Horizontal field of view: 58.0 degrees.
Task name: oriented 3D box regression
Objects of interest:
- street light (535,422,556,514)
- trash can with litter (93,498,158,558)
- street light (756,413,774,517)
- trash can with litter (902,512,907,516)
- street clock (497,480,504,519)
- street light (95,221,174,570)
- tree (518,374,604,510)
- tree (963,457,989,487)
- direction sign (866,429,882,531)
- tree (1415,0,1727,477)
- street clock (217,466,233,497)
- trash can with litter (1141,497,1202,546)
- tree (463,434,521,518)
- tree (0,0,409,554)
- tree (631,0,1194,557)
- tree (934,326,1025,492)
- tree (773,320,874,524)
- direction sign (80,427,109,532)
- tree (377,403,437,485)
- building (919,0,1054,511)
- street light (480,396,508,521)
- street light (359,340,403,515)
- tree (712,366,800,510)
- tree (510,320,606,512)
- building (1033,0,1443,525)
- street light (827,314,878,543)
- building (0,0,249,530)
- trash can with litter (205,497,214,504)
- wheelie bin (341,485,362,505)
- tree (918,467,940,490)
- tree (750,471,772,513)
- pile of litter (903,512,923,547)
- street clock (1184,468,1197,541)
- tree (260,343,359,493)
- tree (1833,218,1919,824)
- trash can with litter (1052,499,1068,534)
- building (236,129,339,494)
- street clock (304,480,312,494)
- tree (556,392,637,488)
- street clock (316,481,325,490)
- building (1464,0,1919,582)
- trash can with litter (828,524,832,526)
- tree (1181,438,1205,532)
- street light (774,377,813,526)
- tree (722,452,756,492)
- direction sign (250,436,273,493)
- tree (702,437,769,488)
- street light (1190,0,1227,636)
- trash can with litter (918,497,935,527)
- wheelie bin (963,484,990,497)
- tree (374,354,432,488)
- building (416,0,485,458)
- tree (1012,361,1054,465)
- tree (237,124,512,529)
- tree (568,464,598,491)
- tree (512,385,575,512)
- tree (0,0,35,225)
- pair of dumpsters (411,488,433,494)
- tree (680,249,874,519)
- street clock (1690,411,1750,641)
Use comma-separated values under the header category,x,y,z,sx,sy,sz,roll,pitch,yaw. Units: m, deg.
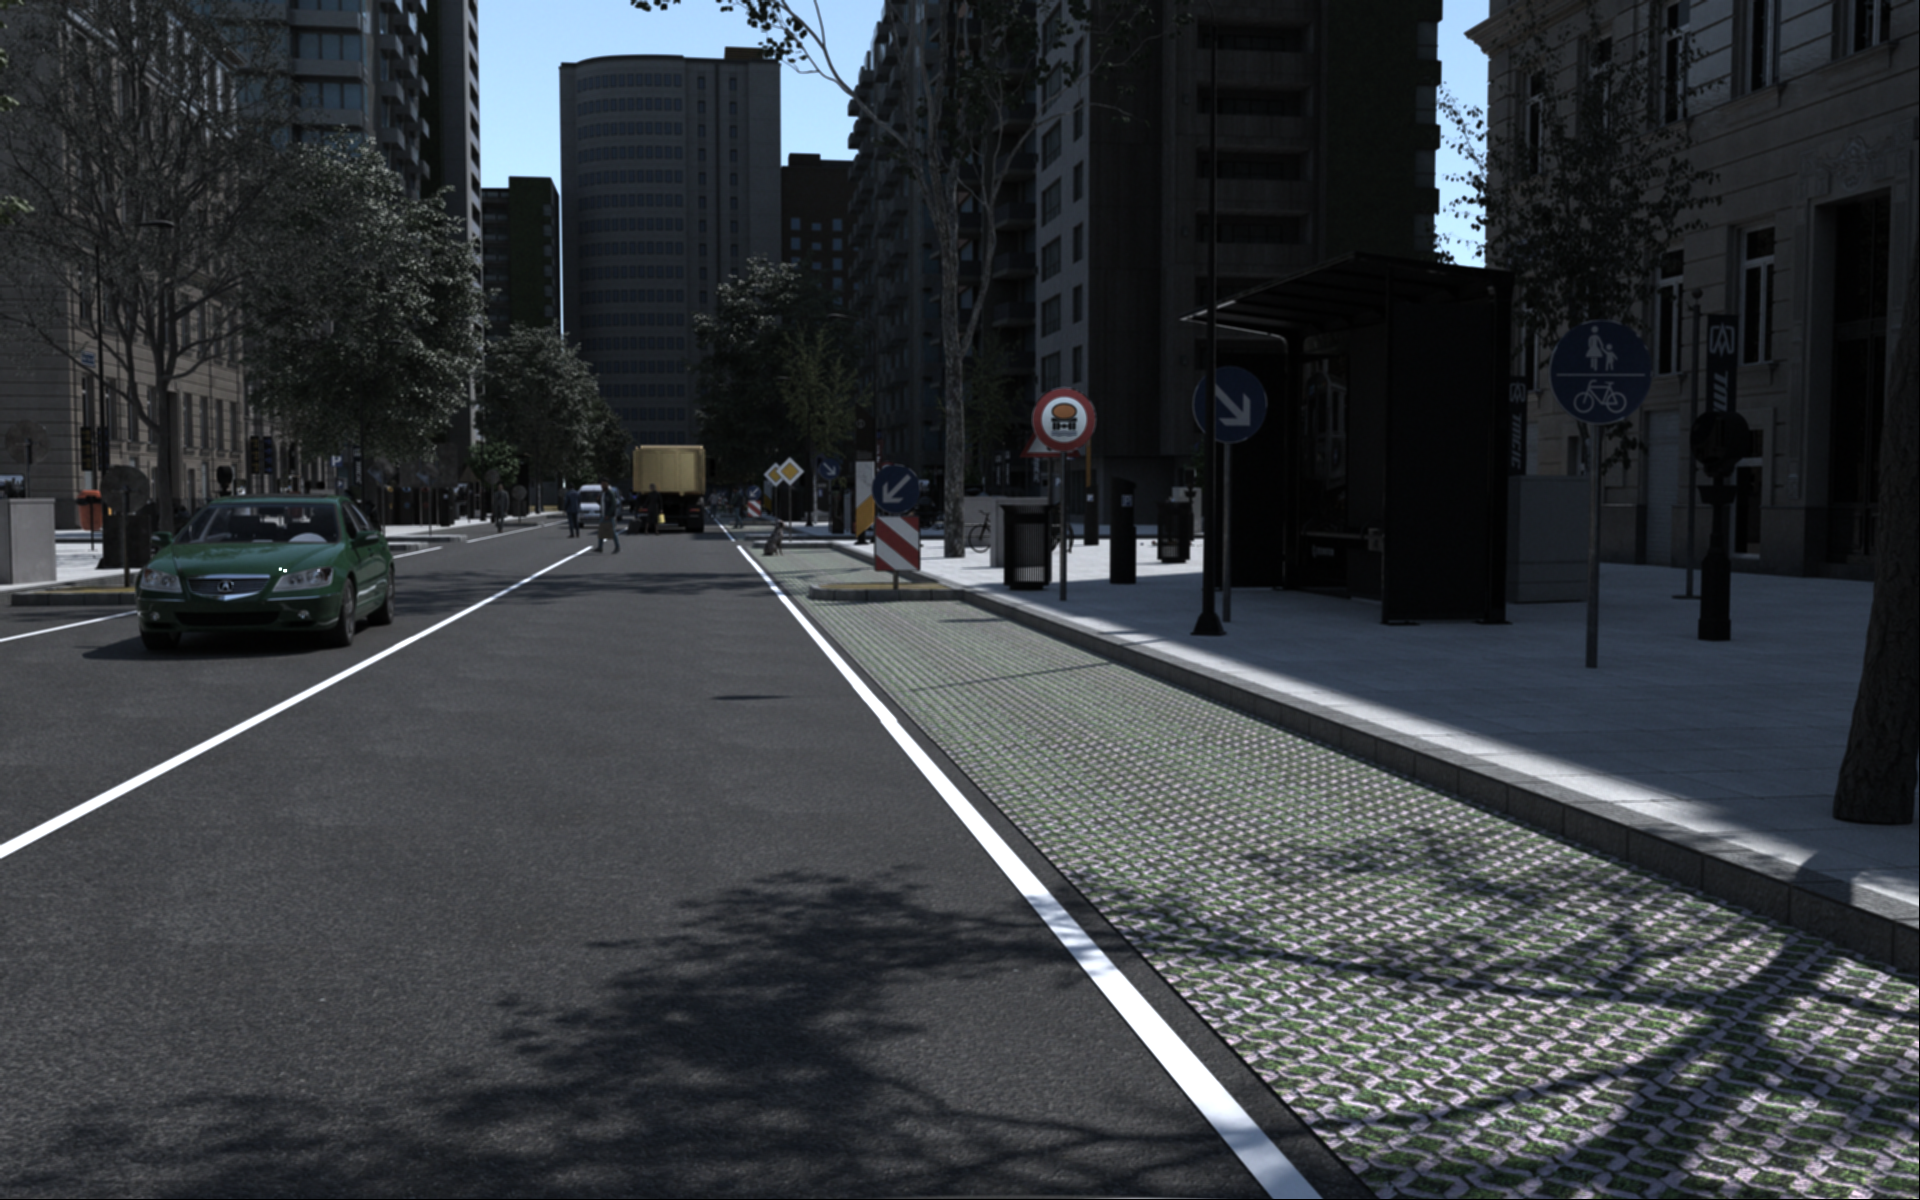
category,x,y,z,sx,sy,sz,roll,pitch,yaw
street light,-26.728,-8.514,111.751,1.470,5.913,1.316,-1,4,-9
trash can with litter,-16.296,-1.473,35.145,2.233,1.210,1.678,1,4,22
street light,-11.095,-7.700,98.443,1.470,5.913,1.316,-1,4,-9
trash can with litter,-3.219,-5.020,93.140,1.678,1.210,2.233,1,4,23
street clock,-23.944,-5.245,90.324,0.358,2.002,0.471,0,4,-1
street light,-14.052,-3.484,29.512,1.470,5.913,1.316,-1,4,-9
tree,-32.966,-13.283,142.937,9.928,11.665,9.643,0,3,0
tree,0.592,-5.853,90.300,1.663,3.219,1.824,0,3,0
direction sign,-3.158,-4.171,60.195,0.876,3.537,0.379,0,4,-8
tree,8.651,-4.512,24.133,4.360,8.622,3.978,0,3,0
street clock,-18.878,-2.443,44.507,0.471,2.002,0.358,3,5,44
trash can with litter,5.376,-1.982,43.465,1.678,1.210,2.233,0,4,7
tree,-25.504,-6.786,94.671,4.285,4.588,4.351,0,3,0
tree,-17.227,-7.739,36.903,12.009,13.543,11.850,0,3,0
tree,-1.205,-10.862,33.483,12.611,20.169,13.585,0,3,0
tree,0.959,-7.701,76.277,4.737,8.622,4.395,0,3,0
tree,-5.991,-7.545,73.719,4.737,8.622,4.395,0,3,0
direction sign,-29.162,-4.064,58.436,0.876,3.537,0.379,0,4,-6
tree,-31.766,-9.070,98.655,4.737,8.622,4.395,0,3,0
building,9.660,-28.303,117.376,22.147,44.769,28.867,-1,4,-9
street light,-22.148,-6.714,82.308,1.470,5.913,1.316,-1,4,-9
street light,-17.514,-4.881,52.354,1.470,5.913,1.316,-1,4,-9
tree,-15.882,-13.030,138.787,9.928,11.665,9.643,0,3,0
tree,-30.497,-13.338,124.726,9.857,13.997,8.962,0,3,0
building,11.377,-18.563,75.200,14.107,30.474,14.160,-1,4,-9
street light,-2.742,-4.431,44.980,1.470,5.913,1.316,-1,4,-9
building,-39.035,-16.815,72.194,12.463,27.353,25.104,-1,4,-9
trash can with litter,-24.299,-2.789,56.980,1.055,1.170,0.624,0,4,2
wheelie bin,-22.226,-3.397,63.452,0.693,1.594,0.980,1,4,18
tree,-2.015,-7.261,113.315,1.663,3.219,1.824,0,3,0
tree,-13.671,-7.593,118.753,1.663,3.219,1.824,0,3,0
pile of litter,-1.485,-1.739,42.403,1.176,0.858,1.719,0,4,-2
street clock,6.302,-2.617,47.366,0.358,2.002,0.471,1,4,20
tree,-31.146,-8.055,82.066,4.360,8.622,3.978,0,3,0
tree,3.864,-4.396,6.285,7.601,10.594,8.767,3,4,36
trash can with litter,2.932,-2.705,55.619,1.055,1.170,0.624,0,4,1
building,-43.398,-15.579,96.513,13.314,21.916,24.055,-1,4,-9
street clock,-34.189,-5.279,90.886,0.358,2.002,0.471,0,4,-2
tree,-41.059,-17.013,195.171,9.611,12.733,9.660,0,3,0
street clock,-36.058,-5.697,97.723,0.358,2.002,0.471,1,4,18
building,18.623,-13.973,25.719,12.463,27.353,25.104,-1,4,-9
trash can with litter,-4.704,-3.684,71.295,1.678,1.210,2.233,3,5,42
tree,8.445,-3.983,59.725,1.663,3.219,1.824,0,3,0
street light,-6.563,-5.902,69.046,1.470,5.913,1.316,-1,4,-9
tree,-22.422,-13.850,176.812,4.360,8.622,3.978,0,3,0
direction sign,-27.240,-4.623,67.588,0.379,3.537,0.876,3,5,39
tree,-26.254,-17.505,203.211,9.611,12.733,9.660,0,3,0
street light,1.735,-2.632,15.574,1.470,5.913,1.316,-1,4,-9
trash can with litter,-1.371,-3.407,67.090,0.624,1.170,1.055,1,4,13
wheelie bin,0.447,-2.872,54.866,0.980,1.594,0.693,0,4,4
tree,-30.538,-8.532,89.866,4.360,8.622,3.978,0,3,0
building,-63.609,-38.785,176.141,28.212,58.520,21.231,-1,4,-9
tree,5.034,-8.779,93.905,4.360,8.622,3.978,0,3,0
tree,-20.636,-9.398,60.311,9.857,13.997,8.962,0,3,0
tree,-36.964,-11.386,169.881,4.285,4.588,4.351,0,3,0
tree,-28.395,-10.225,117.547,4.360,8.622,3.978,0,3,0
tree,-13.197,-5.987,16.019,7.486,12.596,7.792,0,3,0
pair of dumpsters,-25.592,-4.898,82.568,1.574,2.255,4.437,-1,4,-9
tree,-9.220,-11.175,89.364,9.857,13.997,8.962,0,3,0
street clock,6.624,-0.647,15.152,0.358,2.002,0.471,-1,4,-20
